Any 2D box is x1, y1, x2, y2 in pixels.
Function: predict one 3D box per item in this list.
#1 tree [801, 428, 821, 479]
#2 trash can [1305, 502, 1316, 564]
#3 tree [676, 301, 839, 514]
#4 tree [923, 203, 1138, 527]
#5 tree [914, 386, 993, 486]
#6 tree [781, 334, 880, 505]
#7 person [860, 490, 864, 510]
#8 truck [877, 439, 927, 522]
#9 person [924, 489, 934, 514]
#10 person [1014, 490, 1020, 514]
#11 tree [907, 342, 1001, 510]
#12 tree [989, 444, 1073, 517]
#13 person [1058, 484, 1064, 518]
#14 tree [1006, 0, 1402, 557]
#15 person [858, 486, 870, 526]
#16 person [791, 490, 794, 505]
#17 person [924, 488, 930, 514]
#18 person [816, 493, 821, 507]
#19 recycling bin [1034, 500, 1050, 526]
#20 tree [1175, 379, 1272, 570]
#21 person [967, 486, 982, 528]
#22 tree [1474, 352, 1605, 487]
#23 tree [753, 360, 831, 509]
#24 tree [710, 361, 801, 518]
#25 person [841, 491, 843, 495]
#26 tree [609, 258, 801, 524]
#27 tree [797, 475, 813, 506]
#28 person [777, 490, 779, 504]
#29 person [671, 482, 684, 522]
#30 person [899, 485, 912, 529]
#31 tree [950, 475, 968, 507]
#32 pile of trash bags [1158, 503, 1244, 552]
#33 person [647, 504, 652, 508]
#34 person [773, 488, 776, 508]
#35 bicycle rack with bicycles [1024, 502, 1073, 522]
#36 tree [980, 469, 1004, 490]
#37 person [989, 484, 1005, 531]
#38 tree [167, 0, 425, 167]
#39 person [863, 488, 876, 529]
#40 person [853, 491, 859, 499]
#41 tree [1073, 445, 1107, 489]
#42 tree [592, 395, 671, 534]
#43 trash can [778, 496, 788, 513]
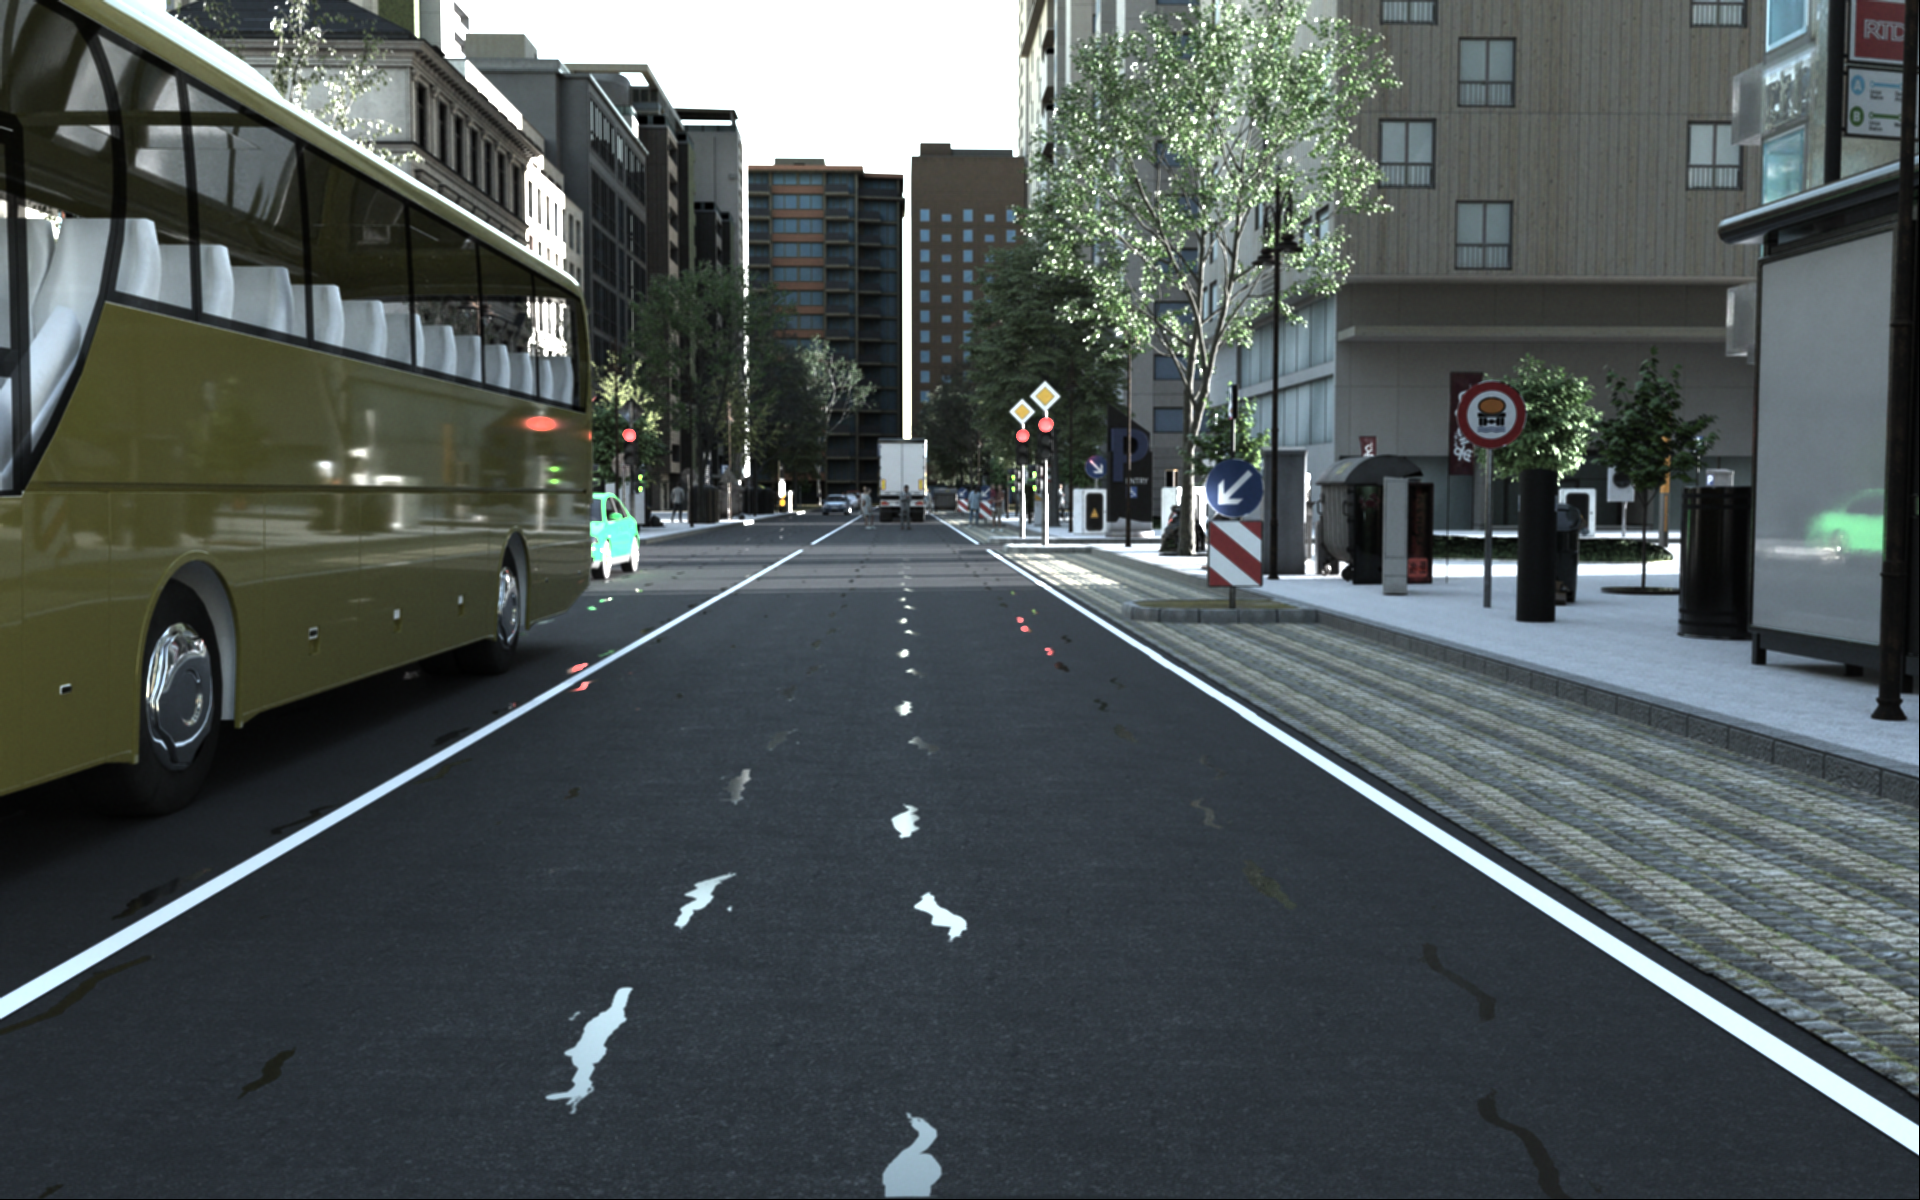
[{"bbox_3d":[-14.668,-12.594,156.267,4.737,8.622,4.395,0,3,0],"label":"tree"},{"bbox_3d":[6.186,-1.241,31.945,0.748,1.137,0.748,0,3,0],"label":"trash can"},{"bbox_3d":[-12.784,-12.150,109.022,12.009,13.543,11.850,0,3,0],"label":"tree"},{"bbox_3d":[3.479,-9.112,67.105,7.486,12.596,7.792,0,3,0],"label":"tree"},{"bbox_3d":[-0.643,-18.107,202.702,9.857,13.997,8.962,0,3,0],"label":"tree"},{"bbox_3d":[-15.738,-21.187,202.303,12.611,20.169,13.585,0,3,0],"label":"tree"},{"bbox_3d":[-8.981,-9.198,158.843,0.705,1.831,1.348,0,4,3],"label":"person"},{"bbox_3d":[-3.108,-6.370,93.065,2.839,4.237,11.283,0,4,-2],"label":"truck"},{"bbox_3d":[-2.207,-6.958,122.612,0.694,1.780,0.624,-3,5,-44],"label":"person"},{"bbox_3d":[3.680,-6.297,109.093,0.635,1.810,0.391,1,4,23],"label":"person"},{"bbox_3d":[1.032,-14.018,139.563,12.009,13.543,11.850,0,3,0],"label":"tree"},{"bbox_3d":[3.235,-6.944,97.250,4.285,4.588,4.351,0,3,0],"label":"tree"},{"bbox_3d":[5.453,-5.316,93.130,0.590,1.801,0.661,2,4,30],"label":"person"},{"bbox_3d":[4.870,-6.715,35.542,9.928,11.665,9.643,0,3,0],"label":"tree"},{"bbox_3d":[-4.271,-4.282,78.857,0.694,1.780,0.624,2,4,29],"label":"person"},{"bbox_3d":[-19.406,-11.954,202.220,0.721,1.736,1.217,1,4,22],"label":"person"},{"bbox_3d":[-2.353,-7.157,125.383,0.748,1.841,0.638,-2,4,-32],"label":"person"},{"bbox_3d":[-14.482,-10.296,177.574,0.799,1.438,0.628,3,5,40],"label":"person"},{"bbox_3d":[3.443,-3.457,69.071,0.722,1.027,0.722,3,5,42],"label":"recycling bin"},{"bbox_3d":[4.478,-2.128,29.401,1.663,3.219,1.824,0,3,0],"label":"tree"},{"bbox_3d":[0.611,-3.947,73.297,0.793,1.790,0.793,-3,4,-38],"label":"person"},{"bbox_3d":[13.253,-3.456,40.221,4.285,4.588,4.351,0,3,0],"label":"tree"},{"bbox_3d":[-14.120,-13.872,144.936,7.486,12.596,7.792,0,3,0],"label":"tree"},{"bbox_3d":[-11.978,-8.818,94.544,4.737,8.622,4.395,0,3,0],"label":"tree"},{"bbox_3d":[-13.539,-11.730,200.970,0.721,1.739,1.217,-2,4,-29],"label":"person"},{"bbox_3d":[-11.123,-9.143,75.241,9.928,11.665,9.643,0,3,0],"label":"tree"},{"bbox_3d":[-14.845,-10.543,166.975,1.663,3.219,1.824,0,3,0],"label":"tree"},{"bbox_3d":[-12.994,-7.266,124.928,0.616,1.811,0.778,-1,4,-12],"label":"person"},{"bbox_3d":[-12.890,-4.474,79.046,0.661,1.843,0.795,1,4,14],"label":"person"},{"bbox_3d":[-2.215,-3.790,70.649,0.511,1.800,0.466,-1,4,-20],"label":"person"},{"bbox_3d":[-0.255,-11.048,175.234,1.663,3.219,1.824,0,3,0],"label":"tree"},{"bbox_3d":[5.728,-1.810,39.342,1.912,1.369,3.447,1,4,21],"label":"pile of trash bags"},{"bbox_3d":[-19.117,-5.678,104.375,1.012,1.151,0.738,1,4,17],"label":"person"},{"bbox_3d":[-16.524,-9.079,154.488,0.705,1.824,1.348,-2,4,-34],"label":"person"},{"bbox_3d":[3.980,-3.968,78.251,2.852,0.926,2.925,-2,4,-35],"label":"bicycle rack with bicycles"},{"bbox_3d":[2.337,-7.150,111.503,1.663,3.219,1.824,0,3,0],"label":"tree"},{"bbox_3d":[1.374,-3.529,66.180,0.580,1.828,0.573,-2,4,-33],"label":"person"},{"bbox_3d":[-9.324,-4.459,23.272,4.360,8.622,3.978,0,3,0],"label":"tree"},{"bbox_3d":[-3.771,-3.787,71.416,0.522,1.701,0.512,1,4,15],"label":"person"},{"bbox_3d":[-10.972,-10.586,182.126,0.990,1.755,0.434,2,4,34],"label":"person"},{"bbox_3d":[6.922,-7.024,98.555,4.285,4.588,4.351,0,3,0],"label":"tree"},{"bbox_3d":[-11.012,-4.409,55.796,4.285,4.588,4.351,0,3,0],"label":"tree"},{"bbox_3d":[-12.128,-6.554,118.805,0.748,1.137,0.748,0,3,0],"label":"trash can"}]
